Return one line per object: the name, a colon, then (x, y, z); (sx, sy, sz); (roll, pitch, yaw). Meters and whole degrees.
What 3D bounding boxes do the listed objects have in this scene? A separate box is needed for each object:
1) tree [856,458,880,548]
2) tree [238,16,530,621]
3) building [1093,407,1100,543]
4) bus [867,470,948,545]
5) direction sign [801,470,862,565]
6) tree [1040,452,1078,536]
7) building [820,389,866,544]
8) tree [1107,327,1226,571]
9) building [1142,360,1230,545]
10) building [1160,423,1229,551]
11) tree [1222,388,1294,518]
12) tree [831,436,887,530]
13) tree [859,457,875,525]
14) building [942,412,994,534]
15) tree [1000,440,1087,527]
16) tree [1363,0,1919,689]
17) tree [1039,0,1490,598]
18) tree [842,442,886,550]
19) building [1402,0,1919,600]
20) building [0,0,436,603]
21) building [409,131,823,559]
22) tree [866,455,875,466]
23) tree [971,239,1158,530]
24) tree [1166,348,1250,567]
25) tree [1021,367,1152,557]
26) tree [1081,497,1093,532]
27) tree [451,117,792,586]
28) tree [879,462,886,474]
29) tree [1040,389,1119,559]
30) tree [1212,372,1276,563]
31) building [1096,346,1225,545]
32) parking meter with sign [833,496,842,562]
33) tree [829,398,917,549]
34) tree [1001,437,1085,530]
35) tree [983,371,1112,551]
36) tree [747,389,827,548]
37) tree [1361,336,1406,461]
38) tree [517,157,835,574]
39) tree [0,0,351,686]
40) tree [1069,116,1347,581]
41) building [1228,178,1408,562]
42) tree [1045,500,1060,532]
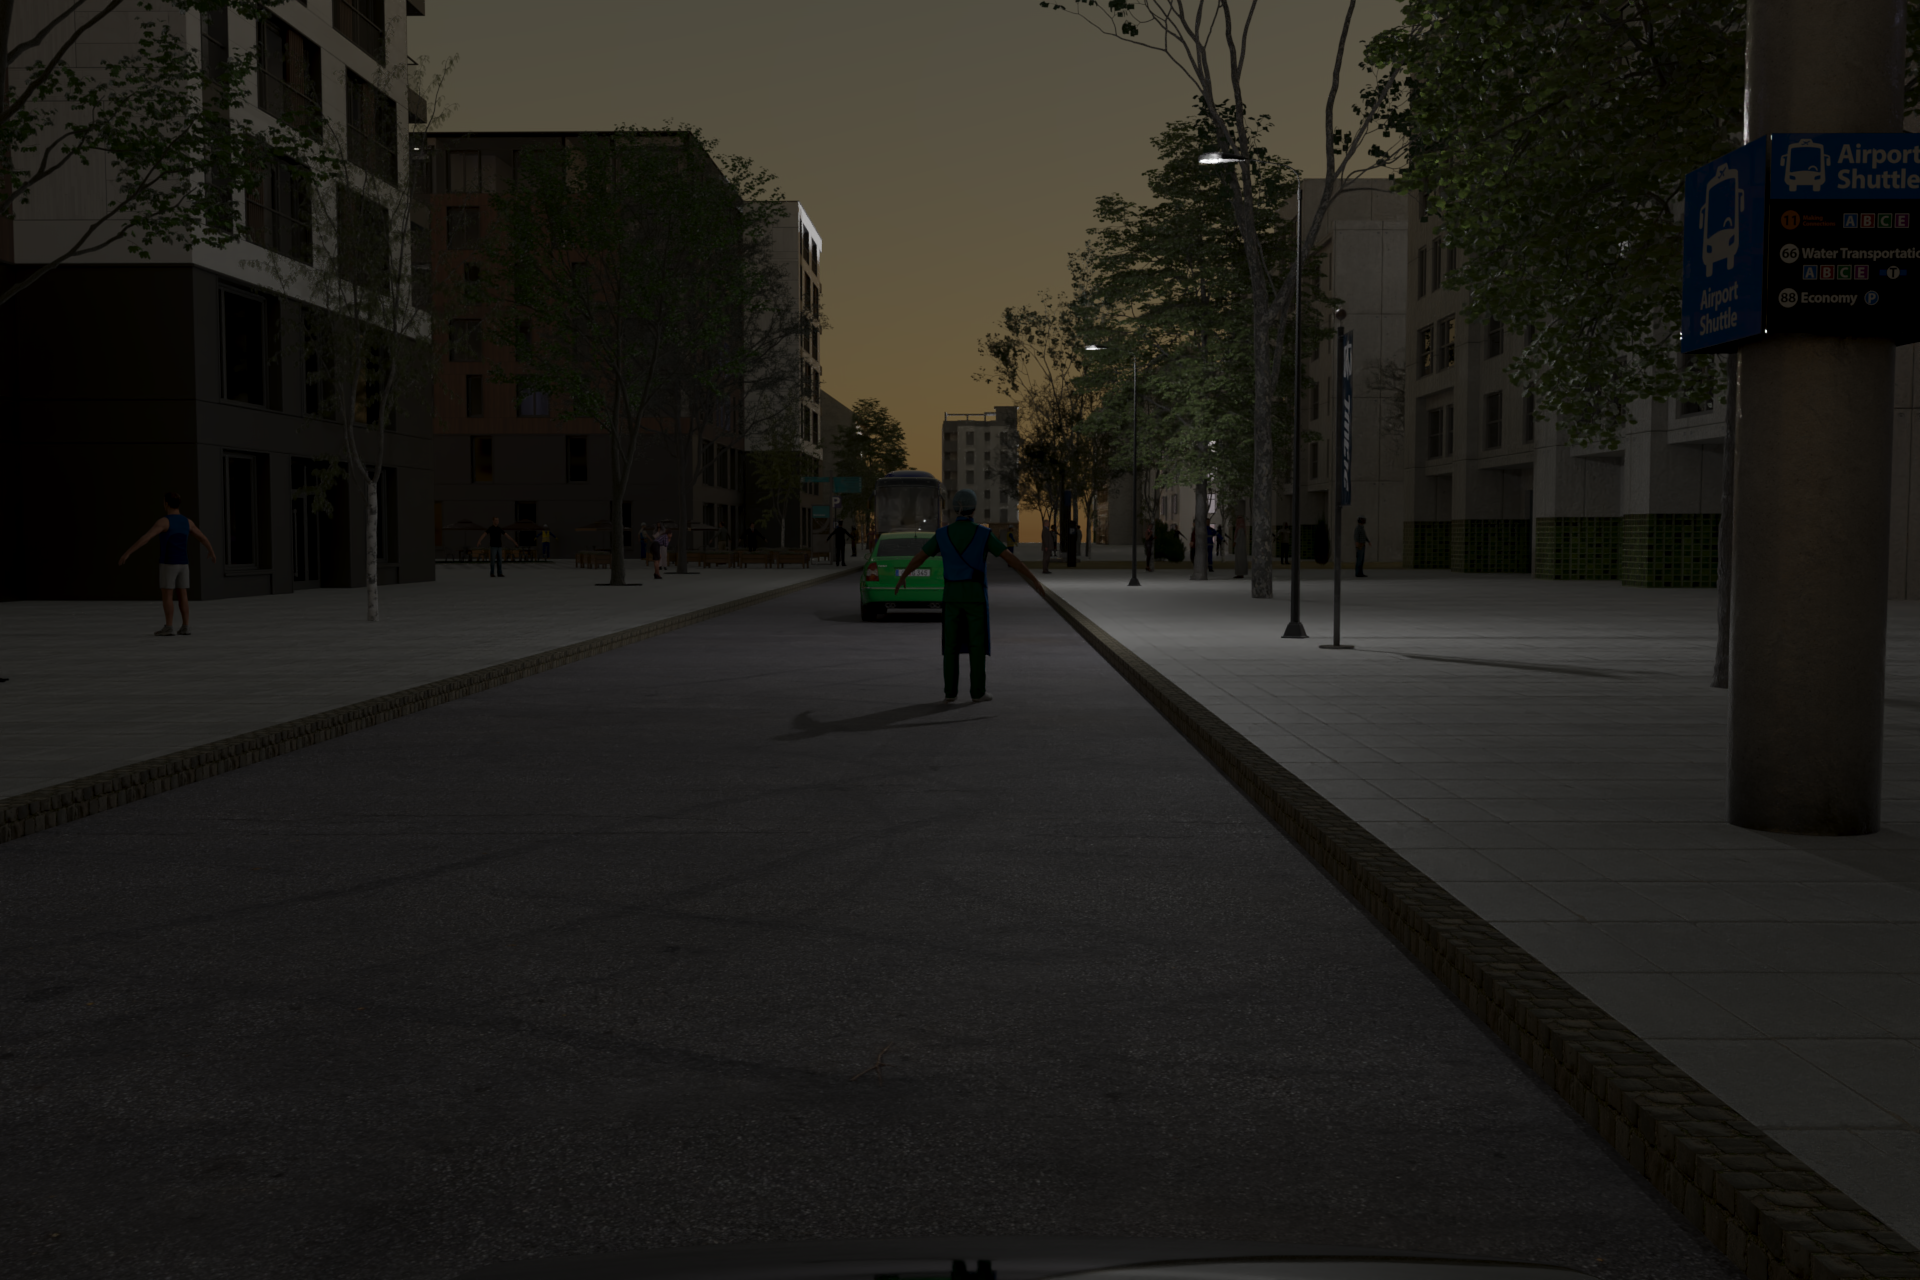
tree: (-7.986, -12.624, 156.760); (4.360, 8.622, 3.978); (0, 3, 0)
tree: (-8.742, -4.571, 25.100); (4.360, 8.622, 3.978); (0, 3, 0)
building: (27.391, -22.462, 233.715); (16.747, 18.905, 31.486); (0, 4, 1)
bus: (-1.900, -4.813, 70.246); (2.896, 3.916, 12.251); (0, 4, 1)
direction sign: (-5.352, -5.133, 72.693); (2.525, 3.948, 1.411); (0, 4, 1)
tree: (7.860, -11.863, 144.325); (4.360, 8.622, 3.978); (0, 3, 0)
building: (-22.494, -24.496, 231.436); (19.493, 23.208, 18.063); (0, 4, 1)
tree: (6.375, -6.651, 59.108); (4.360, 8.622, 3.978); (0, 3, 0)
building: (25.732, -20.717, 195.141); (16.016, 20.090, 11.380); (0, 4, 0)
building: (20.701, -11.382, 128.240); (9.099, 9.664, 28.070); (0, 4, 0)
tree: (13.741, -8.064, 82.204); (4.360, 8.622, 3.978); (0, 3, 0)
tree: (-8.042, -10.968, 129.683); (4.360, 8.622, 3.978); (0, 3, 0)
tree: (-8.359, -12.352, 152.314); (4.360, 8.622, 3.978); (0, 3, 0)
building: (-2.255, -24.459, 258.785); (11.380, 20.090, 16.016); (-1, 4, -9)
tree: (7.959, -13.969, 162.811); (8.767, 10.594, 7.601); (0, 4, 3)
tree: (6.588, -5.845, 13.698); (7.486, 12.596, 7.792); (0, 3, 0)
tree: (6.805, -10.822, 32.828); (12.611, 20.169, 13.585); (0, 3, 0)
tree: (-7.550, -11.361, 136.117); (4.737, 8.622, 4.395); (0, 3, 0)
building: (24.803, -11.153, 48.817); (16.747, 18.905, 31.486); (0, 4, 1)
building: (-28.482, -11.412, 30.563); (27.936, 21.610, 32.646); (0, 4, 1)
building: (-23.827, -15.939, 104.584); (27.936, 21.610, 32.646); (0, 4, 1)
tree: (-18.181, -24.531, 256.964); (12.611, 20.169, 13.585); (0, 3, 0)
tree: (7.113, -15.798, 114.184); (12.611, 20.169, 13.585); (0, 3, 0)
tree: (9.507, -7.115, 66.689); (4.360, 8.622, 3.978); (0, 3, 0)
tree: (7.054, -9.981, 97.607); (8.767, 10.594, 7.601); (2, 4, 27)
tree: (20.003, -18.695, 256.028); (4.737, 8.622, 4.395); (0, 3, 0)
tree: (-8.343, -7.156, 42.759); (9.928, 11.665, 9.643); (0, 3, 0)
tree: (-7.684, -13.321, 168.162); (4.360, 8.622, 3.978); (0, 3, 0)
tree: (6.787, -8.389, 87.529); (4.360, 8.622, 3.978); (0, 3, 0)
tree: (11.536, -7.760, 77.242); (4.360, 8.622, 3.978); (0, 3, 0)
building: (26.438, -23.103, 208.666); (19.493, 23.208, 18.063); (0, 4, 0)
parking meter with sign: (-5.702, -5.153, 80.516); (0.543, 3.016, 1.738); (0, 4, 1)
tree: (-7.268, -13.832, 144.285); (7.486, 12.596, 7.792); (0, 3, 0)
tree: (7.805, -13.366, 152.951); (8.767, 10.594, 7.601); (0, 4, -6)
tree: (7.157, -13.446, 130.216); (12.009, 13.543, 11.850); (0, 3, 0)
tree: (-8.706, -8.269, 85.567); (4.737, 8.622, 4.395); (0, 3, 0)
tree: (22.084, -9.925, 72.638); (12.009, 13.543, 11.850); (0, 3, 0)
tree: (-8.815, -8.874, 55.462); (12.009, 13.543, 11.850); (0, 3, 0)
tree: (-8.606, -5.414, 14.274); (9.928, 11.665, 9.643); (0, 3, 0)
tree: (6.718, -7.950, 48.113); (7.486, 12.596, 7.792); (0, 3, 0)
building: (25.480, -13.966, 94.802); (16.747, 18.905, 31.486); (0, 4, 0)
tree: (15.330, -18.869, 258.875); (4.360, 8.622, 3.978); (0, 3, 0)
